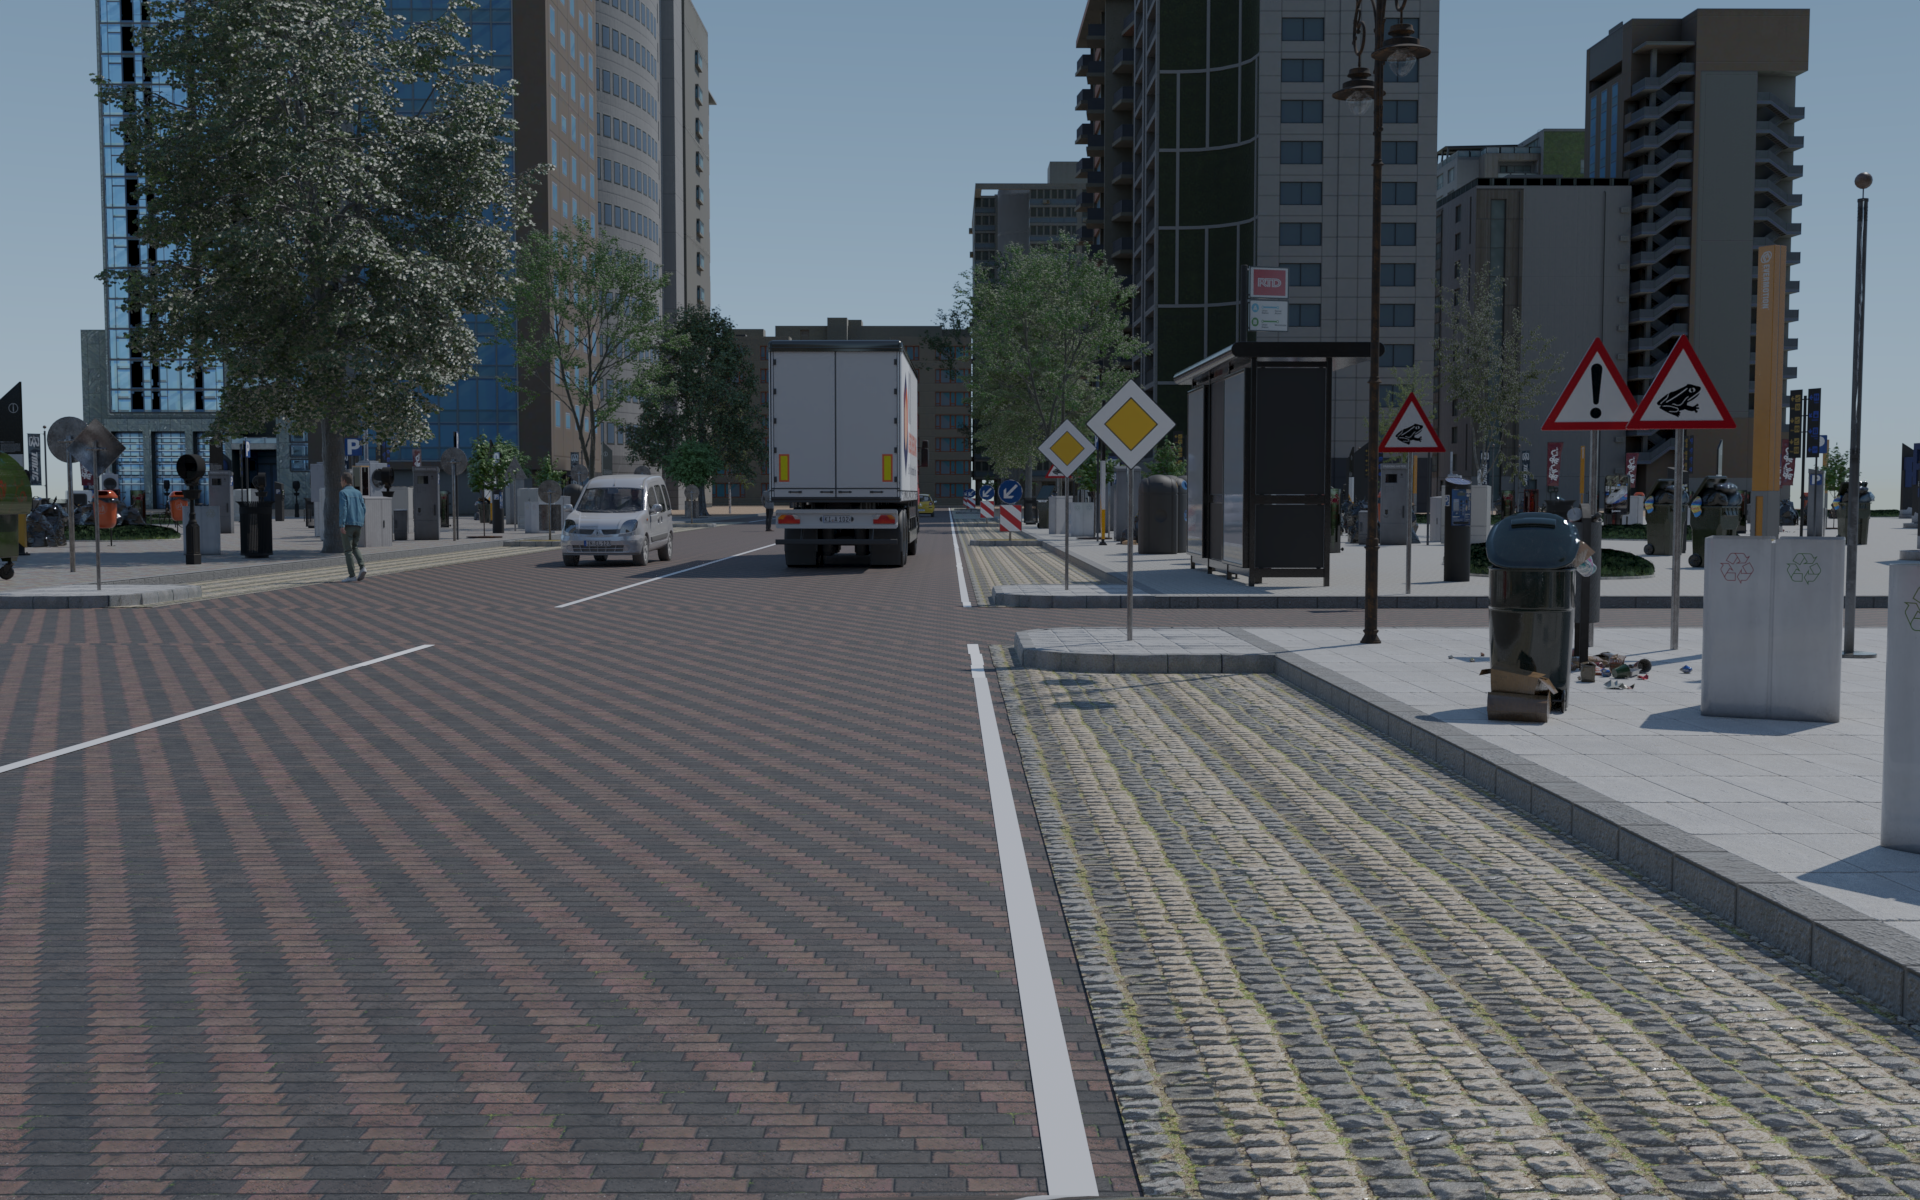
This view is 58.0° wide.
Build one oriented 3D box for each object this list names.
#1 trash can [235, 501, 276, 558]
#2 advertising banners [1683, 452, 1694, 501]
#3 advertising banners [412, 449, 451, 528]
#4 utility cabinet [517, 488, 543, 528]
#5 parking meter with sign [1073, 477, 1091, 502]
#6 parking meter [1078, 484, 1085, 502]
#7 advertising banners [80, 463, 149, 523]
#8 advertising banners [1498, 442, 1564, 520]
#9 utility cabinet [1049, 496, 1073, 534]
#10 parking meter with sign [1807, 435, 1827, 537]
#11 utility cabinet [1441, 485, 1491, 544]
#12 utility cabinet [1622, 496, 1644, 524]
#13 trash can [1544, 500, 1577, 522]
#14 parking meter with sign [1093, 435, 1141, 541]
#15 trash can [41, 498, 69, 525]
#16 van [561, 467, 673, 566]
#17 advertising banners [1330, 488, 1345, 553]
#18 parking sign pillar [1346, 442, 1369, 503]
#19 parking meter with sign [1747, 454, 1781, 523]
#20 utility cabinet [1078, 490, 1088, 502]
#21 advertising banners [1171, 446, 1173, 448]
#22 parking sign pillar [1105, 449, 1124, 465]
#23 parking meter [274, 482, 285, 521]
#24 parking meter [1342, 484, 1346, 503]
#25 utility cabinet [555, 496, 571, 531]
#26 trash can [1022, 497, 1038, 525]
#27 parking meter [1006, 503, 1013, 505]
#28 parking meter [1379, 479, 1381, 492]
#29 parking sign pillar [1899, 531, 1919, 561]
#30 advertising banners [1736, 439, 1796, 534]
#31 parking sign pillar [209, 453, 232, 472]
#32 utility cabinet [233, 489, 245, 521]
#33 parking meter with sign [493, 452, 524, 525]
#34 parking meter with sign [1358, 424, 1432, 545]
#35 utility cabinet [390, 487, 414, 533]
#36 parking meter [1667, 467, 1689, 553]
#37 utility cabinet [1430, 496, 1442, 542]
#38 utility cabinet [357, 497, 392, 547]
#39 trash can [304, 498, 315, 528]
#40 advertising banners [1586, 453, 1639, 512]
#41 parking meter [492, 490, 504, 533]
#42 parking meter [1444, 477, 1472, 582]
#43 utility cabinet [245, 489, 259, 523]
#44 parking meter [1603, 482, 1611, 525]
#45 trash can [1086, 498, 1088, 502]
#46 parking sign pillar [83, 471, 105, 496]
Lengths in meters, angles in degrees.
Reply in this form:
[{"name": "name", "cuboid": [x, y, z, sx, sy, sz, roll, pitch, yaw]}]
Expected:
[{"name": "trash can", "cuboid": [-14.088, -1.408, 34.668, 0.748, 1.137, 0.748, 0, 3, 0]}, {"name": "advertising banners", "cuboid": [30.186, -4.633, 71.930, 0.090, 3.025, 2.074, 1, 4, 9]}, {"name": "advertising banners", "cuboid": [-20.330, -4.305, 66.578, 2.074, 3.025, 0.090, 2, 4, 32]}, {"name": "utility cabinet", "cuboid": [-15.933, -3.398, 64.243, 1.173, 1.500, 0.318, 3, 4, 37]}, {"name": "parking meter with sign", "cuboid": [4.602, -3.736, 57.341, 1.738, 3.016, 0.543, 0, 4, 0]}, {"name": "parking meter", "cuboid": [5.438, -4.383, 77.369, 0.255, 1.863, 0.399, 0, 4, -3]}, {"name": "advertising banners", "cuboid": [-27.236, -3.639, 55.681, 2.074, 3.025, 0.090, -2, 4, -32]}, {"name": "advertising banners", "cuboid": [19.282, -3.813, 58.527, 2.074, 3.025, 0.090, 2, 4, 27]}, {"name": "utility cabinet", "cuboid": [3.223, -2.714, 55.535, 0.306, 1.237, 1.020, 2, 4, 35]}, {"name": "parking meter with sign", "cuboid": [25.663, -3.399, 51.834, 0.543, 3.016, 1.738, 2, 4, 30]}, {"name": "utility cabinet", "cuboid": [12.760, -2.140, 43.673, 1.173, 1.500, 0.318, 3, 4, 37]}, {"name": "utility cabinet", "cuboid": [24.200, -3.146, 62.595, 0.306, 1.237, 1.020, -2, 4, -27]}, {"name": "trash can", "cuboid": [14.369, -1.826, 41.505, 0.748, 1.137, 0.748, 0, 3, 0]}, {"name": "parking meter with sign", "cuboid": [4.556, -3.103, 46.997, 1.738, 3.016, 0.543, 0, 4, -6]}, {"name": "trash can", "cuboid": [-26.228, -2.369, 50.385, 0.748, 1.137, 0.748, 0, 3, 0]}, {"name": "van", "cuboid": [-7.059, -1.765, 35.863, 2.013, 2.044, 4.112, 0, 4, 1]}, {"name": "advertising banners", "cuboid": [7.533, -2.501, 37.087, 2.074, 3.025, 0.090, -3, 4, -38]}, {"name": "parking sign pillar", "cuboid": [20.445, -6.128, 88.670, 1.447, 3.967, 1.447, 3, 5, 40]}, {"name": "parking meter with sign", "cuboid": [35.154, -4.869, 75.875, 0.543, 3.016, 1.738, -1, 4, -8]}, {"name": "utility cabinet", "cuboid": [7.075, -5.352, 96.177, 1.173, 1.500, 0.318, 3, 5, 44]}, {"name": "advertising banners", "cuboid": [7.276, -4.099, 63.205, 2.074, 3.025, 0.090, -2, 4, -34]}, {"name": "parking sign pillar", "cuboid": [8.132, -6.151, 89.049, 1.447, 3.967, 1.447, -1, 4, -9]}, {"name": "parking meter", "cuboid": [-32.053, -4.641, 81.599, 0.399, 1.863, 0.255, 0, 4, 2]}, {"name": "parking meter", "cuboid": [20.142, -5.167, 90.188, 0.399, 1.863, 0.255, -1, 4, -14]}, {"name": "utility cabinet", "cuboid": [-14.050, -3.046, 60.960, 0.306, 1.237, 1.020, -3, 4, -38]}, {"name": "trash can", "cuboid": [2.971, -3.726, 72.568, 0.748, 1.137, 0.748, 0, 3, 0]}, {"name": "parking meter", "cuboid": [2.503, -4.877, 88.154, 0.372, 1.533, 0.369, 0, 3, 0]}, {"name": "parking meter", "cuboid": [14.833, -3.353, 60.538, 0.255, 1.863, 0.399, -1, 4, -15]}, {"name": "parking sign pillar", "cuboid": [19.067, -2.756, 33.526, 1.447, 3.967, 1.447, 0, 4, 7]}, {"name": "advertising banners", "cuboid": [25.752, -3.628, 55.512, 2.074, 3.025, 0.090, 3, 5, 43]}, {"name": "parking sign pillar", "cuboid": [-40.344, -6.486, 94.519, 1.447, 3.967, 1.447, 2, 4, 26]}, {"name": "utility cabinet", "cuboid": [-33.075, -4.355, 79.880, 1.173, 1.500, 0.318, 3, 4, 38]}, {"name": "parking meter with sign", "cuboid": [-18.712, -4.686, 72.872, 1.738, 3.016, 0.543, -3, 5, -44]}, {"name": "parking meter with sign", "cuboid": [10.938, -2.893, 43.569, 1.738, 3.016, 0.543, 1, 4, 21]}, {"name": "utility cabinet", "cuboid": [-18.336, -2.904, 56.165, 1.173, 1.500, 0.318, 1, 4, 13]}, {"name": "parking meter", "cuboid": [15.527, -1.944, 37.491, 0.255, 1.863, 0.399, -2, 4, -30]}, {"name": "utility cabinet", "cuboid": [12.969, -2.179, 46.793, 0.306, 1.237, 1.020, 0, 4, -1]}, {"name": "utility cabinet", "cuboid": [-14.235, -1.892, 42.089, 0.306, 1.237, 1.020, 1, 4, 20]}, {"name": "trash can", "cuboid": [-24.203, -3.256, 64.893, 0.748, 1.137, 0.748, 0, 3, 0]}, {"name": "advertising banners", "cuboid": [27.623, -4.719, 73.351, 2.074, 3.025, 0.090, 1, 4, 15]}, {"name": "parking meter", "cuboid": [-15.098, -2.948, 56.608, 0.372, 1.533, 0.369, 0, 3, 0]}, {"name": "parking meter", "cuboid": [7.303, -1.040, 25.421, 0.372, 1.533, 0.369, 0, 3, 0]}, {"name": "utility cabinet", "cuboid": [-29.420, -3.880, 72.114, 0.318, 1.500, 1.173, -2, 4, -29]}, {"name": "parking meter", "cuboid": [26.435, -3.971, 70.635, 0.255, 1.863, 0.399, 0, 4, 4]}, {"name": "trash can", "cuboid": [5.077, -3.268, 65.078, 0.748, 1.137, 0.748, 0, 3, 0]}, {"name": "parking sign pillar", "cuboid": [-48.521, -6.641, 97.046, 1.447, 3.967, 1.447, 2, 4, 24]}]
